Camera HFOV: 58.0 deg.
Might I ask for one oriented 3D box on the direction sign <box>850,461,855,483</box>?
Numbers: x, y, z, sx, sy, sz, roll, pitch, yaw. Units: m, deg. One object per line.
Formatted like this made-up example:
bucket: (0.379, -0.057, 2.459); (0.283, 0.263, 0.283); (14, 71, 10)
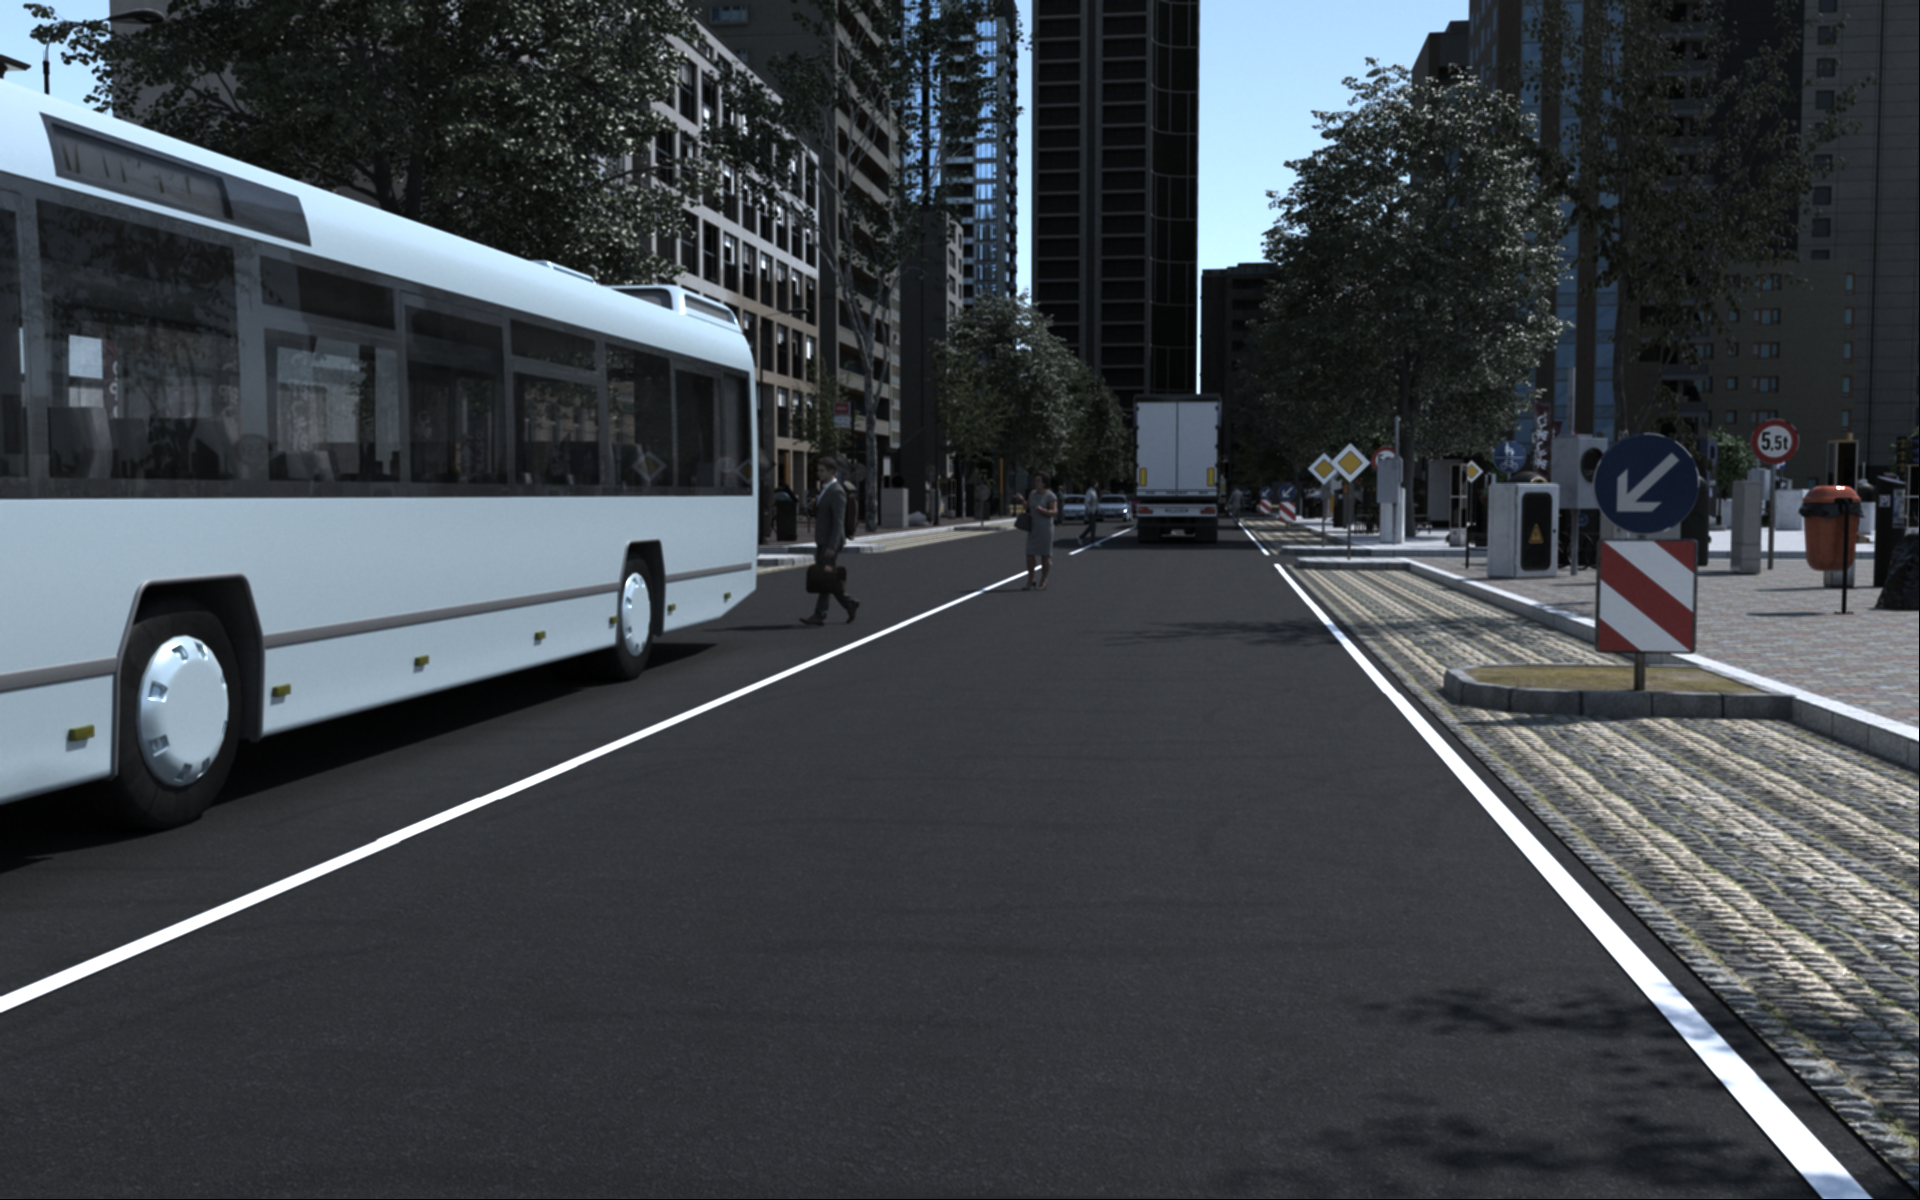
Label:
direction sign: (-7.484, -7.667, 117.357); (0.876, 3.537, 0.379); (2, 4, 35)

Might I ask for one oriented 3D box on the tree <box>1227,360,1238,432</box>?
tree: (23.380, -13.028, 119.670); (9.857, 13.997, 8.962); (0, 3, 0)

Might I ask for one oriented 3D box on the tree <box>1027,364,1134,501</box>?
tree: (10.471, -14.308, 150.949); (9.611, 12.733, 9.660); (0, 3, 0)

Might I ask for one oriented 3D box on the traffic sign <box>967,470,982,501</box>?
traffic sign: (0.797, -5.502, 89.964); (0.884, 2.594, 0.081); (1, 4, 16)

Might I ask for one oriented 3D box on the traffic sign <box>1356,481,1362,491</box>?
traffic sign: (21.407, -5.645, 92.400); (0.768, 2.556, 0.104); (1, 4, 15)

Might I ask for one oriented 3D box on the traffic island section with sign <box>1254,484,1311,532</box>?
traffic island section with sign: (12.331, -3.509, 65.997); (1.989, 1.847, 2.006); (1, 4, 8)

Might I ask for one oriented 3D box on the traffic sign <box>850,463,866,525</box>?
traffic sign: (-4.185, -4.317, 70.685); (0.768, 2.556, 0.104); (1, 4, 9)

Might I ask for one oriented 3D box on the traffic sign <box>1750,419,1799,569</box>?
traffic sign: (13.804, -1.793, 29.424); (0.768, 2.556, 0.104); (1, 4, 11)

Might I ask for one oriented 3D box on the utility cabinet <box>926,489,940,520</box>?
utility cabinet: (-1.544, -4.563, 83.290); (1.173, 1.500, 0.318); (1, 4, 10)

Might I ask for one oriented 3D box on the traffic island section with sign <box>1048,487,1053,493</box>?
traffic island section with sign: (4.769, -5.244, 94.372); (1.989, 1.847, 2.006); (1, 4, 8)

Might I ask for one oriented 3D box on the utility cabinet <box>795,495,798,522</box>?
utility cabinet: (-7.777, -4.087, 77.987); (1.020, 1.237, 0.306); (2, 4, 30)

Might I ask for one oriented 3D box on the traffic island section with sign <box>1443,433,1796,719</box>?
traffic island section with sign: (4.446, -0.207, 12.005); (1.989, 1.847, 2.006); (1, 4, 8)

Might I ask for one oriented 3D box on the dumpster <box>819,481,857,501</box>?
dumpster: (-4.928, -3.917, 69.806); (1.264, 1.857, 1.865); (1, 4, 8)

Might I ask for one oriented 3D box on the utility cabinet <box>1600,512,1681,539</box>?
utility cabinet: (9.807, -0.998, 24.990); (1.173, 1.500, 0.318); (-1, 4, -18)

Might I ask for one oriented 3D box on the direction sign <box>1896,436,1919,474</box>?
direction sign: (37.153, -4.640, 67.868); (0.876, 3.537, 0.379); (1, 4, 22)

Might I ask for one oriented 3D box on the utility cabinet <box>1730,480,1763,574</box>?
utility cabinet: (12.752, -1.185, 28.062); (0.318, 1.500, 1.173); (1, 4, 17)

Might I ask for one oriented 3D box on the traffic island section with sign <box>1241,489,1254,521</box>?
traffic island section with sign: (16.236, -5.146, 92.770); (1.989, 1.847, 2.006); (1, 4, 8)

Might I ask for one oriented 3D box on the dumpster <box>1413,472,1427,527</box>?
dumpster: (17.576, -4.000, 67.900); (1.502, 2.255, 1.985); (1, 4, 8)

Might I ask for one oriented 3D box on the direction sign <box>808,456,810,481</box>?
direction sign: (-8.619, -6.802, 103.208); (0.876, 3.537, 0.379); (1, 4, 21)

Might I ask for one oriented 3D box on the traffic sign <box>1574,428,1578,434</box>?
traffic sign: (12.027, -2.080, 34.009); (0.884, 2.594, 0.081); (1, 4, 15)

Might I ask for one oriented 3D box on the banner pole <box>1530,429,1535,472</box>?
banner pole: (19.713, -4.207, 58.801); (0.863, 3.779, 0.401); (-1, 4, -12)

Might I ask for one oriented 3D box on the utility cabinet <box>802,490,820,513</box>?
utility cabinet: (-8.907, -5.857, 104.441); (1.173, 1.500, 0.318); (-1, 4, -9)

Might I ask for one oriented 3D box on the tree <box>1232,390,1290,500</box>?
tree: (32.008, -16.073, 180.918); (7.486, 12.596, 7.792); (0, 3, 0)

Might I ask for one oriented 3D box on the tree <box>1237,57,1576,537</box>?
tree: (13.466, -8.866, 51.609); (9.857, 13.997, 8.962); (0, 3, 0)

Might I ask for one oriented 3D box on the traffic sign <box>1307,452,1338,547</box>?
traffic sign: (8.729, -2.321, 41.584); (0.795, 2.450, 0.064); (1, 4, 8)

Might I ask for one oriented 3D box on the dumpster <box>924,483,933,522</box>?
dumpster: (-1.983, -4.428, 78.149); (1.264, 1.857, 1.865); (1, 4, 8)

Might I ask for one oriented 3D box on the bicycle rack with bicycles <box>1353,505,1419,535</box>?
bicycle rack with bicycles: (13.640, -2.566, 55.333); (2.852, 0.926, 2.925); (3, 4, 37)

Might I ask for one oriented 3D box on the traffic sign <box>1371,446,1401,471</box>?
traffic sign: (11.307, -2.808, 46.022); (0.768, 2.556, 0.104); (1, 4, 18)

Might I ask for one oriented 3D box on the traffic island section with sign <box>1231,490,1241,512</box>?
traffic island section with sign: (23.483, -8.178, 142.345); (1.989, 1.847, 2.006); (1, 4, 8)

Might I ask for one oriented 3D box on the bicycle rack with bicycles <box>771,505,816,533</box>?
bicycle rack with bicycles: (-6.192, -2.684, 57.262); (2.852, 0.926, 2.925); (-1, 4, -22)

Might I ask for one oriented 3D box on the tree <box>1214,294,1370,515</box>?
tree: (20.604, -11.965, 106.003); (12.009, 13.543, 11.850); (0, 3, 0)

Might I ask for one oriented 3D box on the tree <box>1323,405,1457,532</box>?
tree: (14.006, -4.608, 59.052); (4.285, 4.588, 4.351); (0, 3, 0)

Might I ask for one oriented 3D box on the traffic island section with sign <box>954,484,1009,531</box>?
traffic island section with sign: (0.873, -3.613, 67.698); (1.989, 1.847, 2.006); (1, 4, 8)

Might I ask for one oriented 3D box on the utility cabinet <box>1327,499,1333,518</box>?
utility cabinet: (19.893, -5.108, 92.193); (1.173, 1.500, 0.318); (-2, 4, -32)

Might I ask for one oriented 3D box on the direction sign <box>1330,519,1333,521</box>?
direction sign: (17.742, -5.506, 82.024); (0.876, 3.537, 0.379); (0, 4, -5)

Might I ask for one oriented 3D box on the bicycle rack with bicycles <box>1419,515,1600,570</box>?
bicycle rack with bicycles: (9.935, -0.985, 29.482); (2.852, 0.926, 2.925); (-1, 4, -19)

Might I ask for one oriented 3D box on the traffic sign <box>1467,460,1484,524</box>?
traffic sign: (17.179, -3.489, 58.224); (0.795, 2.450, 0.064); (1, 4, 17)

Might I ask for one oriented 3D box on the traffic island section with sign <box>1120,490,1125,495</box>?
traffic island section with sign: (15.995, -9.941, 171.157); (1.989, 1.847, 2.006); (1, 4, 8)

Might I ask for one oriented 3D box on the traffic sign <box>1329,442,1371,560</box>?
traffic sign: (7.574, -1.837, 33.683); (0.795, 2.450, 0.064); (1, 4, 8)

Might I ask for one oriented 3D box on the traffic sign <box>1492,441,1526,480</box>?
traffic sign: (13.115, -2.527, 41.425); (0.768, 2.556, 0.104); (1, 4, 12)

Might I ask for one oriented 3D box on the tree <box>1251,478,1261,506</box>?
tree: (32.804, -11.878, 188.806); (1.663, 3.219, 1.824); (0, 3, 0)

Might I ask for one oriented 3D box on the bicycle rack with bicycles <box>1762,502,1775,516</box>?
bicycle rack with bicycles: (35.535, -3.832, 76.041); (2.852, 0.926, 2.925); (0, 4, 6)

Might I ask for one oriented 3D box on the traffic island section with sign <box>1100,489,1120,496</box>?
traffic island section with sign: (12.050, -8.291, 144.188); (1.989, 1.847, 2.006); (1, 4, 8)

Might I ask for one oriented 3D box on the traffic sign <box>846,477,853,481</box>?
traffic sign: (-4.758, -4.375, 71.542); (0.884, 2.594, 0.081); (1, 4, 9)

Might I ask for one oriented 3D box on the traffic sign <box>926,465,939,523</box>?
traffic sign: (-1.295, -4.653, 76.185); (0.768, 2.556, 0.104); (1, 4, 13)

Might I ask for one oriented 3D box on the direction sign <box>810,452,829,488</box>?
direction sign: (-7.476, -6.196, 93.309); (0.876, 3.537, 0.379); (-1, 4, -23)

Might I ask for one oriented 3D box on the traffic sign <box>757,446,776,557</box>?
traffic sign: (-4.143, -1.943, 35.409); (0.795, 2.450, 0.064); (1, 4, 8)

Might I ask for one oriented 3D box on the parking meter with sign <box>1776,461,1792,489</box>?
parking meter with sign: (40.679, -5.446, 85.296); (0.543, 3.016, 1.738); (3, 5, 43)

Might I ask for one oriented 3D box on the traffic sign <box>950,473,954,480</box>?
traffic sign: (-0.190, -6.100, 99.847); (0.768, 2.556, 0.104); (1, 4, 12)

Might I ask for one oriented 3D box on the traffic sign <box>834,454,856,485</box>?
traffic sign: (-2.989, -2.426, 43.311); (0.795, 2.450, 0.064); (1, 4, 8)

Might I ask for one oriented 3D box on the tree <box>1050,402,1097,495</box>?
tree: (8.344, -11.308, 135.255); (4.737, 8.622, 4.395); (0, 3, 0)

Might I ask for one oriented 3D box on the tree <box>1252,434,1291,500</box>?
tree: (29.022, -12.932, 161.803); (4.737, 8.622, 4.395); (0, 3, 0)

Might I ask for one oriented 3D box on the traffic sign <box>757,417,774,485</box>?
traffic sign: (-6.039, -3.208, 46.321); (2.265, 3.308, 0.079); (1, 4, 17)

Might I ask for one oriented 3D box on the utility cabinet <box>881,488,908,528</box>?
utility cabinet: (-2.449, -3.444, 64.988); (1.173, 1.500, 0.318); (3, 5, 43)
